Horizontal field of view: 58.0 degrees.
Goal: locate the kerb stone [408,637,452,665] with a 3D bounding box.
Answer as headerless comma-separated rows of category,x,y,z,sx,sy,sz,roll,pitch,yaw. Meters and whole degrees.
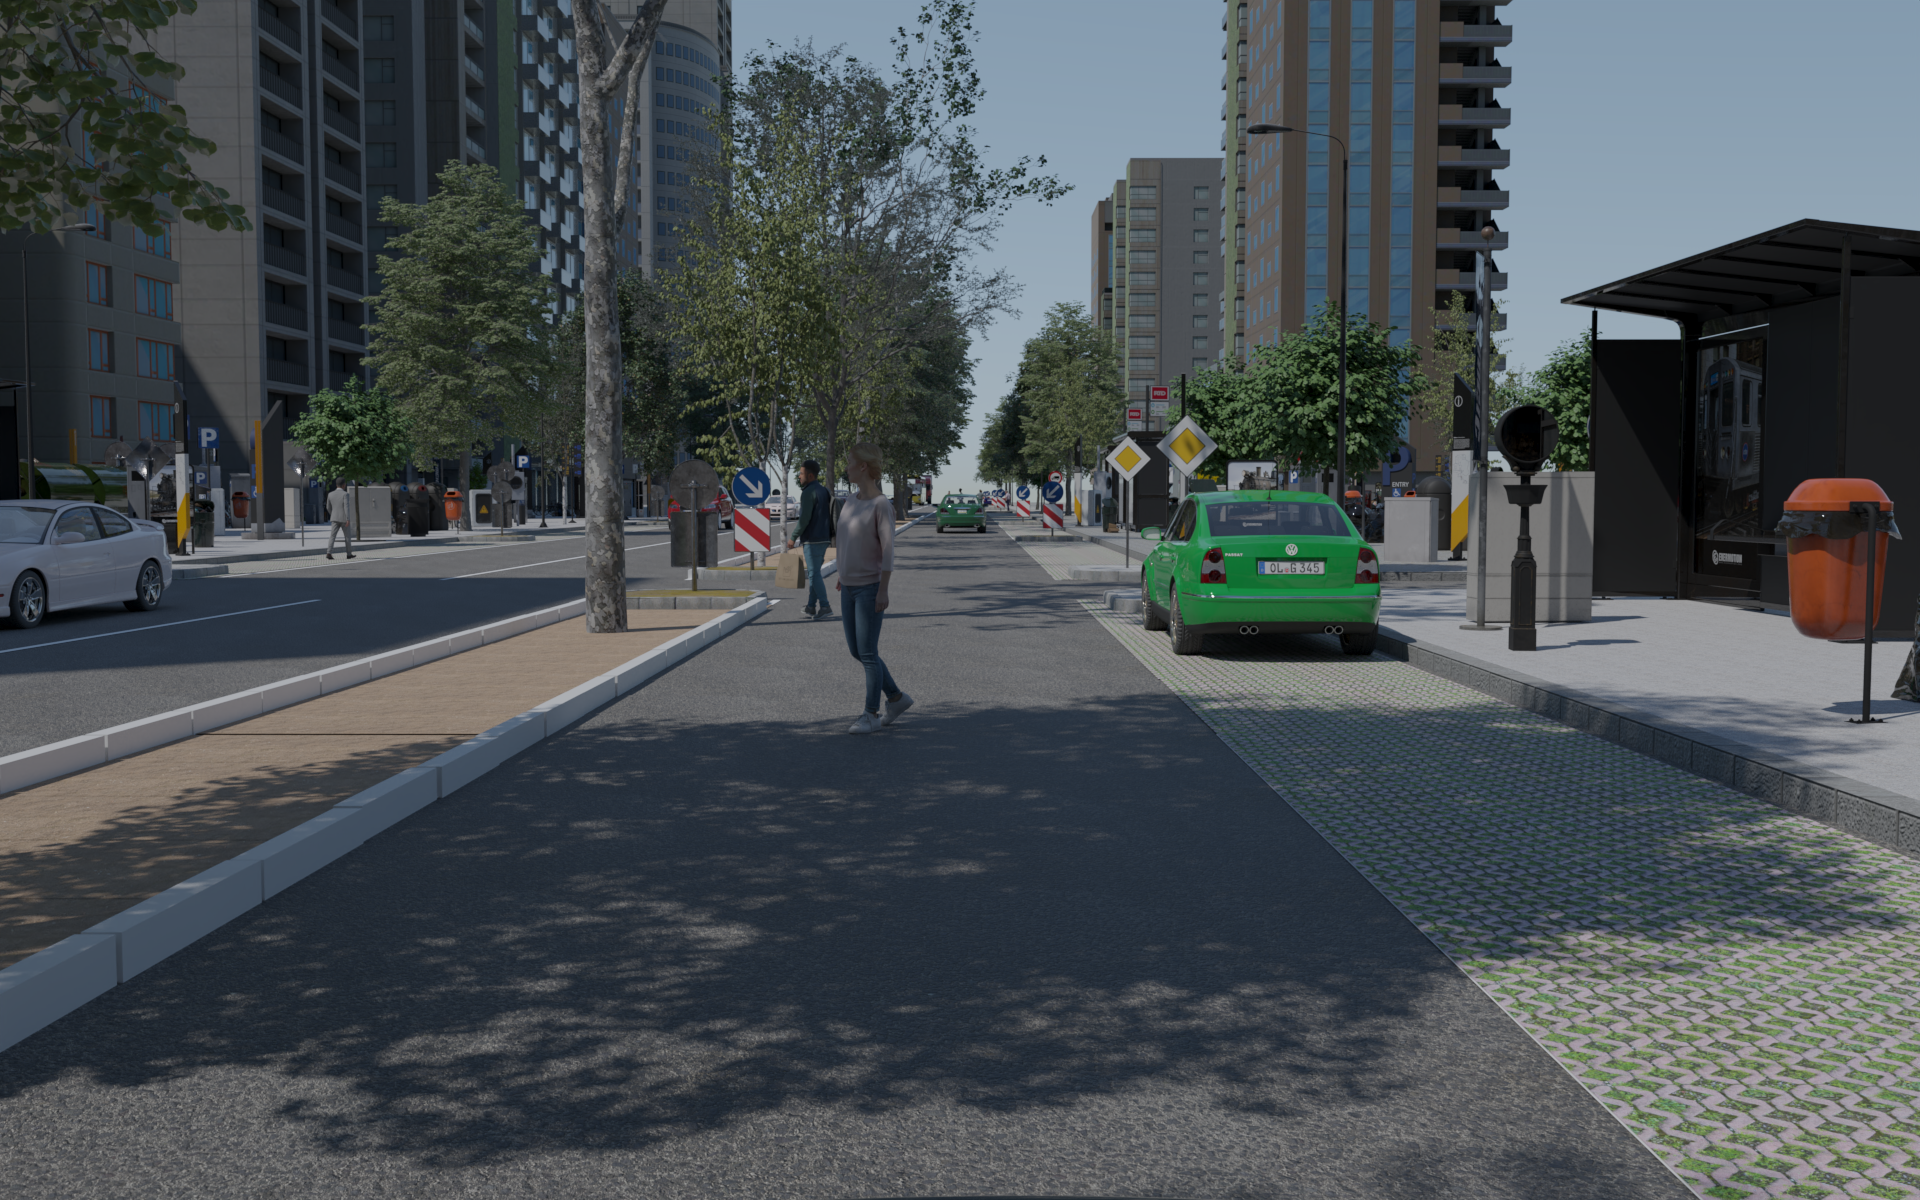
kerb stone,-4.585,0.451,14.846,0.120,0.150,1.000,0,4,0

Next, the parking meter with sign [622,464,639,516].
parking meter with sign,-19.359,-6.342,99.948,0.543,3.016,1.738,3,5,42

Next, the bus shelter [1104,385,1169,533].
bus shelter,6.644,-5.137,61.619,2.179,5.291,8.768,0,4,0

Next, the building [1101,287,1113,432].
building,26.503,-28.757,241.883,14.160,30.474,14.107,0,4,0

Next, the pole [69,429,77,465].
pole,-27.761,-3.697,54.281,0.158,3.312,0.155,0,3,0

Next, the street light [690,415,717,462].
street light,-15.243,-7.888,101.505,1.470,5.913,1.316,0,4,0

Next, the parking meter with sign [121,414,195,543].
parking meter with sign,-17.797,-2.546,37.890,1.738,3.016,0.543,0,4,4

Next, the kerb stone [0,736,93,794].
kerb stone,-4.605,0.825,8.704,0.120,0.150,1.000,0,4,0

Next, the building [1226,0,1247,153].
building,26.415,-27.165,127.746,14.154,41.232,14.086,0,4,0

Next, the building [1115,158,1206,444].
building,27.214,-32.393,213.219,14.154,41.232,14.086,0,4,0

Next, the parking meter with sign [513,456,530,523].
parking meter with sign,-19.735,-4.988,77.811,0.543,3.016,1.738,0,4,-5

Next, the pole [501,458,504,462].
pole,-25.983,-6.399,98.461,0.158,3.312,0.155,0,3,0

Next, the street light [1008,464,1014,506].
street light,4.710,-10.603,145.894,1.470,5.913,1.316,0,4,0

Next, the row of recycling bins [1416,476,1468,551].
row of recycling bins,12.091,-1.953,39.046,3.534,1.692,1.069,1,4,19

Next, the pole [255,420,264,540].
pole,-19.451,-3.318,48.085,0.158,3.312,0.155,0,3,0

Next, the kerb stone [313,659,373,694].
kerb stone,-4.592,0.576,12.802,0.120,0.150,1.000,0,4,0

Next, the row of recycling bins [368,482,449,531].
row of recycling bins,-19.054,-3.213,59.641,1.069,1.692,3.534,2,4,25

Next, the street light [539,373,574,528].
street light,-15.362,-5.713,65.950,1.470,5.913,1.316,0,4,0

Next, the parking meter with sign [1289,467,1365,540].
parking meter with sign,9.055,-2.825,42.452,1.738,3.016,0.543,0,4,7

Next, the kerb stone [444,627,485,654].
kerb stone,-4.582,0.387,15.875,0.120,0.150,1.000,0,4,0

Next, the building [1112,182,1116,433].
building,26.879,-33.255,227.306,14.154,41.232,14.086,0,4,0

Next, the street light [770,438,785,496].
street light,-15.101,-10.411,142.755,1.470,5.913,1.316,0,4,0

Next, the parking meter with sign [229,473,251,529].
parking meter with sign,-26.707,-4.161,64.295,1.738,3.016,0.543,-2,4,-29

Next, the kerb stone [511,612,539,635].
kerb stone,-4.571,0.261,17.923,0.120,0.150,1.000,0,4,0

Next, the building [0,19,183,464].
building,-46.321,-13.001,57.608,27.650,21.520,28.899,0,4,0

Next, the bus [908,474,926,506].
bus,-5.757,-13.630,214.403,2.896,3.916,12.252,0,4,1

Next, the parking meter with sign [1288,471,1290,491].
parking meter with sign,8.633,-2.899,43.658,1.738,3.016,0.543,-2,4,-31

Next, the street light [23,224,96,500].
street light,-15.542,-3.509,29.921,1.470,5.913,1.316,0,4,0

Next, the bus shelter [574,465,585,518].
bus shelter,-19.449,-6.291,94.148,1.731,3.624,6.357,0,4,0

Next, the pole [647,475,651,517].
pole,-17.072,-6.184,94.954,0.158,3.312,0.155,0,3,0

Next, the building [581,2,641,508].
building,-37.327,-30.982,156.671,14.600,45.320,14.200,0,4,0

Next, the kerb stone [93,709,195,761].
kerb stone,-4.602,0.762,9.735,0.120,0.150,1.000,0,4,0

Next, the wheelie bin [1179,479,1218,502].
wheelie bin,5.058,-1.750,36.514,0.980,1.594,0.693,-2,4,-24

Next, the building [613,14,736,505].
building,-40.544,-41.217,215.902,21.231,58.520,28.212,0,4,0

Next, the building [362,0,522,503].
building,-37.222,-26.203,112.017,14.154,41.232,14.086,0,4,0

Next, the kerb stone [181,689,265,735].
kerb stone,-4.599,0.700,10.757,0.120,0.150,1.000,0,4,0

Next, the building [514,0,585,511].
building,-41.712,-31.479,134.287,23.786,49.044,30.456,0,4,0

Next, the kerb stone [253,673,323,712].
kerb stone,-4.600,0.637,11.780,0.120,0.150,1.000,0,4,0

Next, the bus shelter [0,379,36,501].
bus shelter,-20.404,-2.592,33.654,1.731,3.624,6.357,0,3,0

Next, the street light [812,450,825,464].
street light,-14.928,-12.604,178.619,1.470,5.913,1.316,0,4,0

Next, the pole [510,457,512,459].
pole,-24.394,-6.150,94.393,0.158,3.312,0.155,0,3,0

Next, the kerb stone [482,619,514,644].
kerb stone,-4.569,0.324,16.901,0.120,0.150,1.000,0,4,0

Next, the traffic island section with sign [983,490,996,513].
traffic island section with sign,2.948,-7.419,129.930,1.989,1.847,2.006,0,4,0

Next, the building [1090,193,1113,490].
building,26.782,-37.097,256.645,14.600,45.320,14.200,0,4,0

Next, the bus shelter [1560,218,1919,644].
bus shelter,8.072,-1.627,17.892,1.731,3.624,6.357,0,4,0

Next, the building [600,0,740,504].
building,-39.976,-49.041,240.067,20.563,71.187,20.611,0,4,0

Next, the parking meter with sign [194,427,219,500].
parking meter with sign,-20.253,-3.038,45.939,1.738,3.016,0.543,3,5,44

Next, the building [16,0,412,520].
building,-40.379,-39.787,88.764,20.563,71.187,20.611,0,4,0

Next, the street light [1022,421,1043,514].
street light,4.640,-8.386,109.644,1.470,5.913,1.316,0,4,0

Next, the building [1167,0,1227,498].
building,31.038,-51.176,149.399,22.319,86.520,31.000,0,4,0

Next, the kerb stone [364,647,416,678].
kerb stone,-4.586,0.512,13.824,0.120,0.150,1.000,0,4,0

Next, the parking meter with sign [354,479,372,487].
parking meter with sign,-27.257,-5.067,79.100,1.738,3.016,0.543,0,4,0

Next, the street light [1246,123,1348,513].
street light,4.291,-3.017,21.873,1.470,5.913,1.316,0,4,0

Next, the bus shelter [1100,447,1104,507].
bus shelter,7.401,-6.161,78.356,2.179,5.291,8.768,0,4,0

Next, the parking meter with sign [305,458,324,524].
parking meter with sign,-27.659,-4.775,74.330,0.543,3.016,1.738,0,4,-4

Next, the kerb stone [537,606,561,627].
kerb stone,-4.568,0.204,18.946,0.120,0.150,1.000,0,4,0

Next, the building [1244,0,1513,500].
building,26.762,-28.342,113.504,14.600,45.320,14.200,0,4,0
